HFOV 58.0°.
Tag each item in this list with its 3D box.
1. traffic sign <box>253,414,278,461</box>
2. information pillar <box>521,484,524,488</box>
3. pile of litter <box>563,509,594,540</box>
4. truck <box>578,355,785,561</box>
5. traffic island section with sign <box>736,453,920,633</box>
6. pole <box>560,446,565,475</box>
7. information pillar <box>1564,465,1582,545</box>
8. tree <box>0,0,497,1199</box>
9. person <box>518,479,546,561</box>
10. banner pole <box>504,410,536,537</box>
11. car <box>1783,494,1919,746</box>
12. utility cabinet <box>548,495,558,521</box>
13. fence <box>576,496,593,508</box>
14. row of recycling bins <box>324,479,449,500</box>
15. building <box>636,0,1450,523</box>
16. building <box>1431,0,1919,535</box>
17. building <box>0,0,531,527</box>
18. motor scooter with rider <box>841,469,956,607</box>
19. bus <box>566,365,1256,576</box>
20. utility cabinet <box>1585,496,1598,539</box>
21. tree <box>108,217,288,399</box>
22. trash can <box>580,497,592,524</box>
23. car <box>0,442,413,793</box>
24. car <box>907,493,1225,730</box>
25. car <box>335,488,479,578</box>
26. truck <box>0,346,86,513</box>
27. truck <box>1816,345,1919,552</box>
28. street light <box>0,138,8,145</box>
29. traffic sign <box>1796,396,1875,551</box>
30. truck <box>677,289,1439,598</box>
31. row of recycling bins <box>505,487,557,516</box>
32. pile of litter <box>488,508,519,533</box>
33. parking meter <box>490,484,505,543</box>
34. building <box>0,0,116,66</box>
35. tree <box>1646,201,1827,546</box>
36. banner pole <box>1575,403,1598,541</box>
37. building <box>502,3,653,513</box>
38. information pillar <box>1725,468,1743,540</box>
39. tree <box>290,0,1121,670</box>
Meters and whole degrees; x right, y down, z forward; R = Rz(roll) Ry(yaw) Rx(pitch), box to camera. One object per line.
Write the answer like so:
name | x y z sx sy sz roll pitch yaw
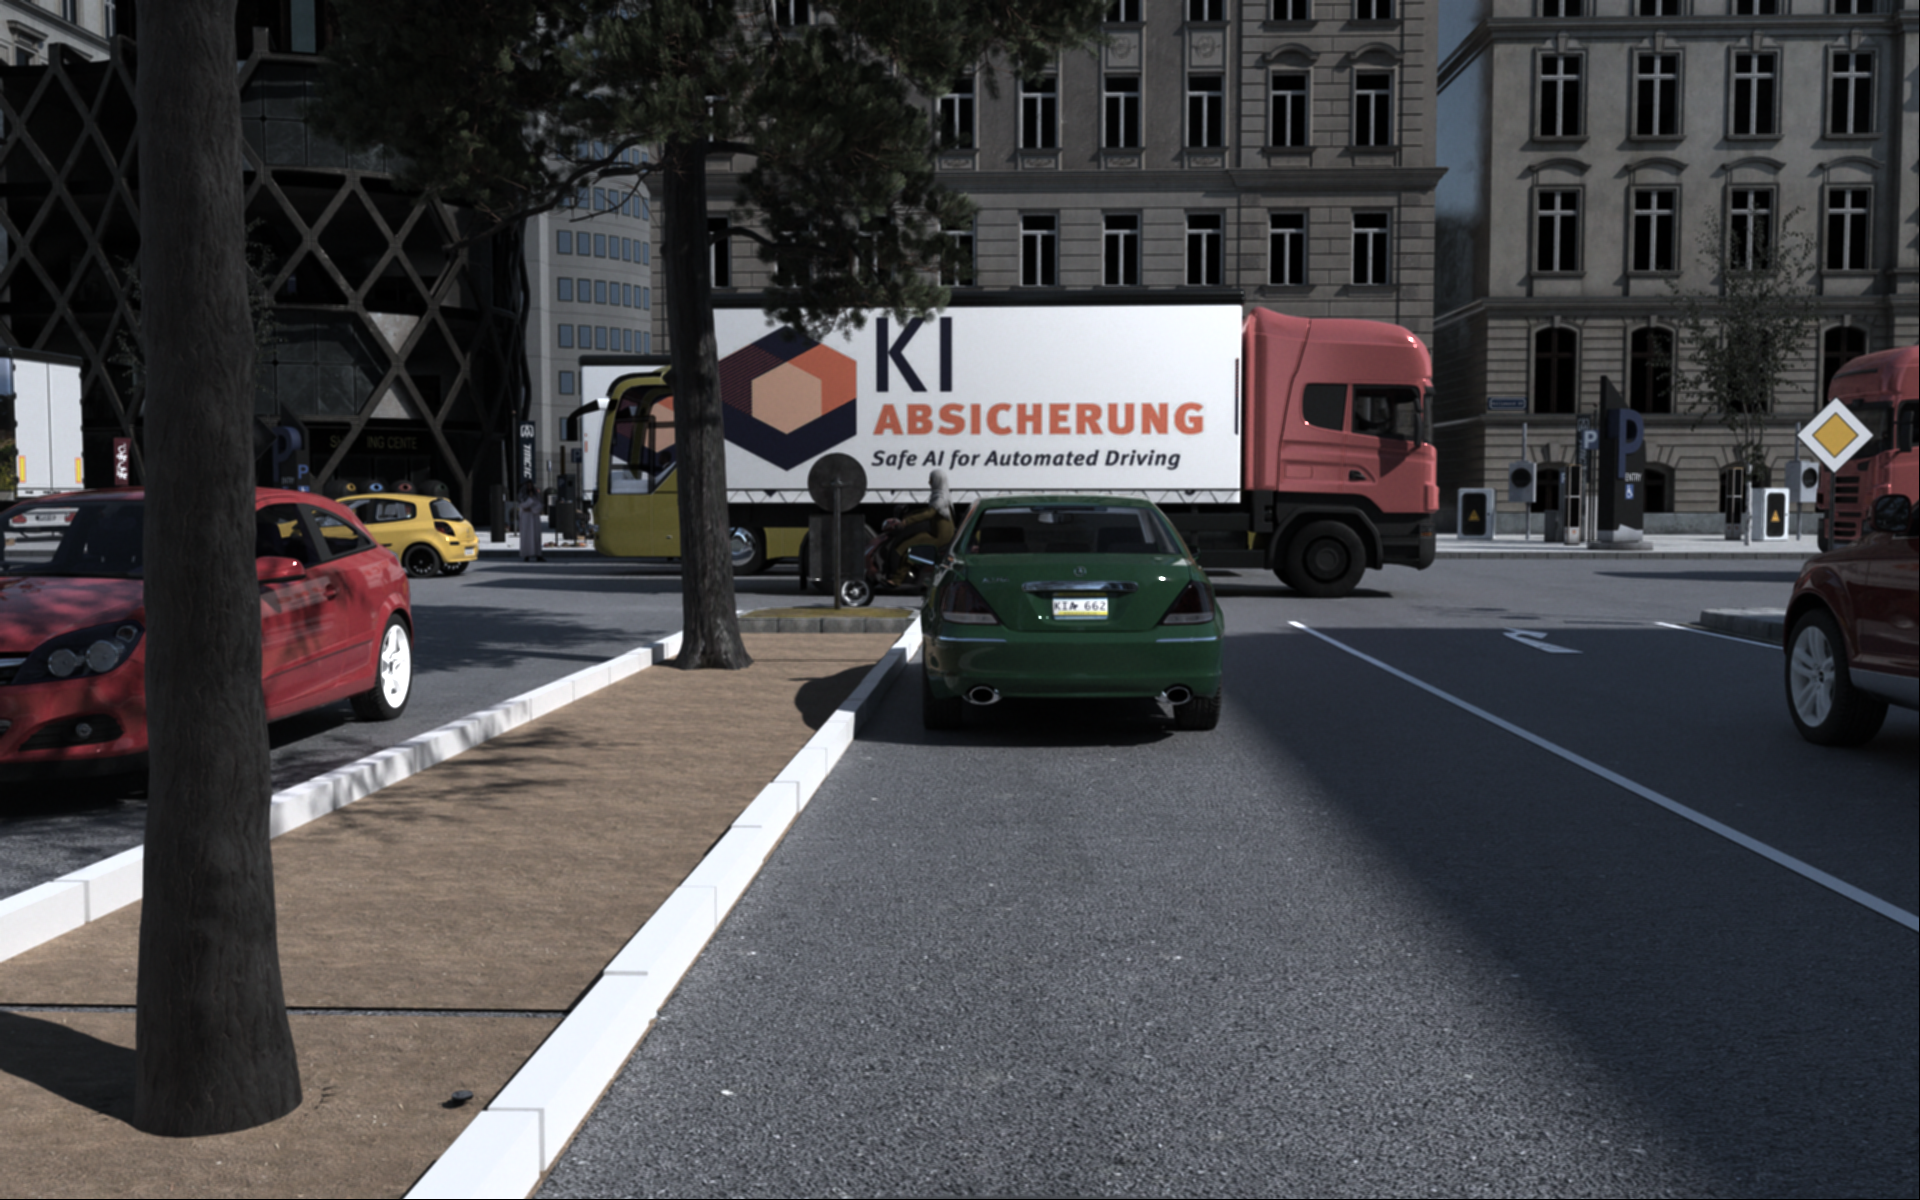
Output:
traffic sign | -7.710 -0.915 18.599 0.795 2.450 0.064 0 4 2
information pillar | -19.239 -4.360 75.782 0.304 2.012 0.304 -1 4 -16
pile of litter | -10.498 -2.129 48.769 1.176 0.858 1.719 2 4 33
truck | -2.014 -2.875 35.926 11.283 4.237 2.839 0 4 2
traffic island section with sign | -1.395 -0.643 18.650 2.006 1.907 1.989 0 4 2
pole | -16.747 -4.847 73.088 0.158 3.312 0.155 0 3 0
information pillar | 15.355 -2.381 43.417 0.304 2.012 0.304 0 4 -2
tree | -1.692 -5.543 3.451 12.009 13.543 11.850 0 3 0
person | -9.136 -1.689 36.791 0.621 1.740 0.551 3 5 40
banner pole | -13.148 -3.794 52.047 0.863 3.779 0.401 -1 4 -22
car | 5.795 0.027 8.226 2.281 1.827 5.304 0 4 3
utility cabinet | -18.890 -4.312 81.665 1.020 1.237 0.306 0 4 -7
fence | -19.462 -4.616 86.672 2.264 1.192 0.480 -1 4 -9
row of recycling bins | -16.516 -2.618 49.922 3.534 1.692 1.069 -3 4 -38
building | 2.644 -15.983 58.587 25.104 27.353 12.463 0 4 2
building | 33.636 -14.643 58.496 34.723 24.649 14.460 0 4 2
building | -24.335 -11.947 62.793 16.811 18.784 16.820 0 4 2
motor scooter with rider | -0.524 -0.758 21.352 1.986 1.779 0.876 0 4 4
bus | -0.613 -2.416 31.053 12.252 3.916 2.896 0 4 2
utility cabinet | 17.984 -2.363 49.795 1.020 1.237 0.306 -1 4 -21
tree | -18.831 -5.705 43.639 4.360 8.622 3.978 0 3 0
trash can | -16.164 -3.907 75.532 0.748 1.137 0.748 0 3 0
car | -4.494 -0.033 9.577 2.155 1.783 4.494 0 4 1
car | 0.679 -0.010 11.969 2.131 1.459 4.920 0 4 0
car | -10.500 -1.225 30.249 3.980 1.641 2.015 0 4 3
truck | -23.429 -2.779 34.346 11.283 4.237 2.839 0 4 4
truck | 19.407 -2.392 28.021 11.283 4.237 2.839 0 4 4
street light | -9.804 -2.686 16.706 0.468 5.910 1.993 0 4 2
traffic sign | 9.021 -0.874 17.929 0.795 2.450 0.064 0 4 2
truck | 1.703 -2.209 25.025 11.283 4.237 2.839 0 4 4
row of recycling bins | -25.725 -5.877 103.203 3.534 1.692 1.069 -2 4 -32
pile of litter | -14.986 -2.691 57.971 1.719 0.858 1.176 -1 4 -17
parking meter | -12.274 -2.298 45.987 0.372 1.533 0.369 0 3 0
building | -54.861 -17.554 63.425 44.131 29.872 17.030 0 4 2
tree | 19.422 -5.662 42.941 4.360 8.622 3.978 0 3 0
banner pole | 17.275 -3.528 47.694 0.401 3.779 0.863 -2 4 -32
building | -30.453 -35.512 122.615 21.231 58.520 28.212 0 4 2
information pillar | 21.698 -2.695 48.560 0.304 2.012 0.304 -1 4 -15
tree | -2.251 -6.376 14.129 7.806 13.903 7.818 0 3 0
